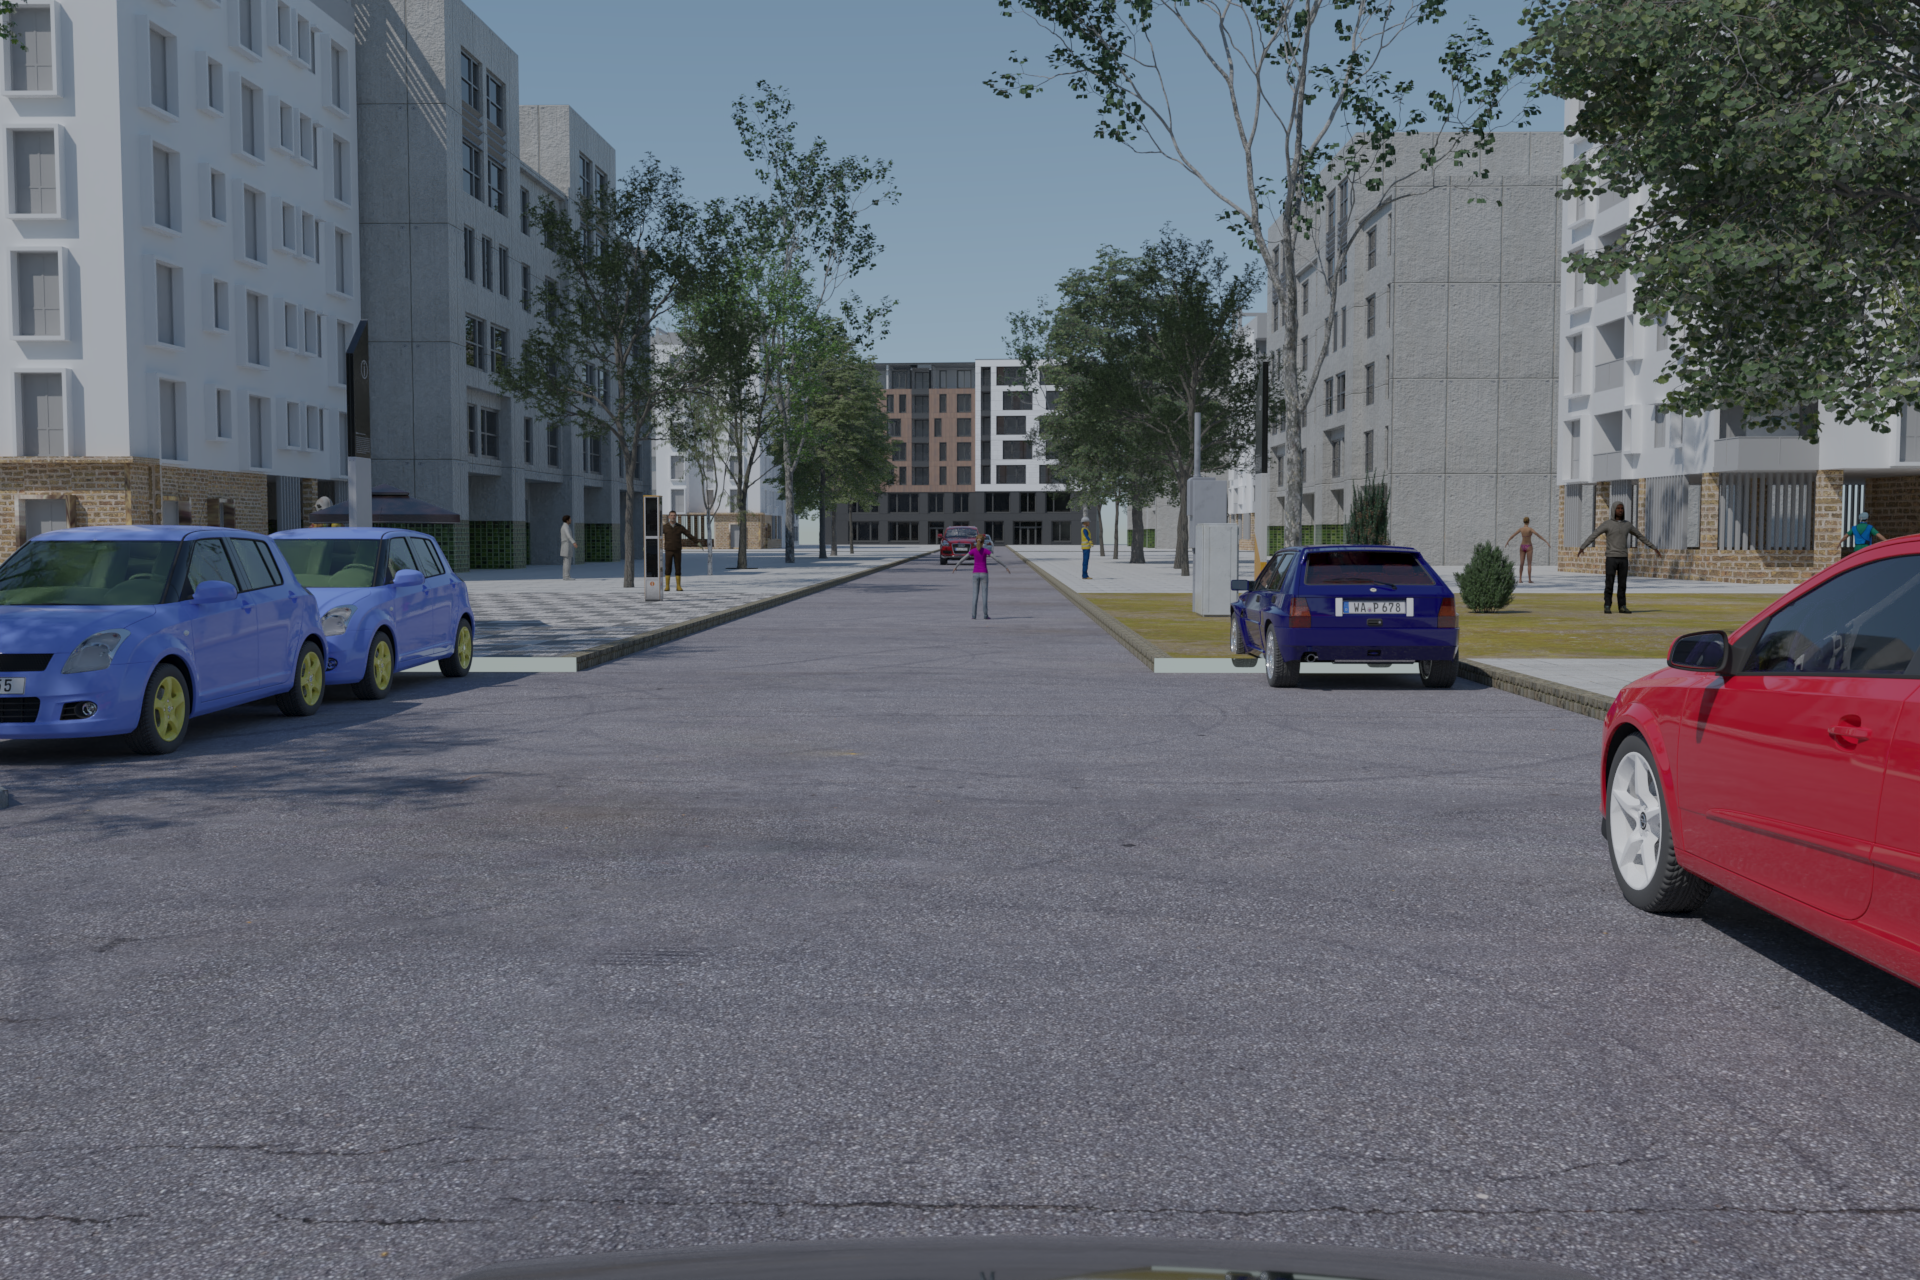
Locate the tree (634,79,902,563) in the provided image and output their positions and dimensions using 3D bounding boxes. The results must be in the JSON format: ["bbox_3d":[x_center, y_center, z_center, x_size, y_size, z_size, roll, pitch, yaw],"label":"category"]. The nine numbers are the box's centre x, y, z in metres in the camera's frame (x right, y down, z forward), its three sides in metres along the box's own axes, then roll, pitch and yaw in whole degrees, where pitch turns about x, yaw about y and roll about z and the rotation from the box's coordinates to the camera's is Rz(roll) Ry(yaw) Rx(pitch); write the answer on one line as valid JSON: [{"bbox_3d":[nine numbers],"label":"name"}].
[{"bbox_3d":[-8.560,-13.419,75.287,12.611,20.169,13.585,0,3,0],"label":"tree"}]

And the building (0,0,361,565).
[{"bbox_3d":[-24.395,-11.373,42.361,16.016,20.090,11.380,0,4,2],"label":"building"}]

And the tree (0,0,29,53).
[{"bbox_3d":[-11.999,-5.467,15.136,9.928,11.665,9.643,0,3,0],"label":"tree"}]

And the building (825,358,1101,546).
[{"bbox_3d":[1.001,-22.532,214.832,32.646,21.610,27.936,0,4,6],"label":"building"}]

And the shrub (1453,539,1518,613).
[{"bbox_3d":[8.530,-1.038,28.095,1.383,1.207,1.383,0,3,0],"label":"shrub"}]

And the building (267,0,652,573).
[{"bbox_3d":[-24.439,-12.569,71.968,16.747,18.905,31.486,0,4,2],"label":"building"}]

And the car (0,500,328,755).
[{"bbox_3d":[-5.955,-0.170,12.375,1.945,1.707,3.694,0,4,1],"label":"car"}]

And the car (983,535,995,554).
[{"bbox_3d":[1.256,-6.021,110.444,2.014,1.417,4.499,0,4,0],"label":"car"}]

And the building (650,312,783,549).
[{"bbox_3d":[-21.773,-17.840,148.111,16.016,20.090,11.380,0,4,2],"label":"building"}]

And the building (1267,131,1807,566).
[{"bbox_3d":[25.913,-13.359,84.870,16.747,18.905,31.486,0,4,1],"label":"building"}]

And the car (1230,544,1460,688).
[{"bbox_3d":[3.778,-0.301,17.501,1.945,1.354,3.894,0,4,1],"label":"car"}]

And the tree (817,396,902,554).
[{"bbox_3d":[-7.313,-10.860,111.981,7.601,10.594,8.767,-2,4,-32],"label":"tree"}]

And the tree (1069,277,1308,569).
[{"bbox_3d":[8.084,-7.870,63.086,8.767,10.594,7.601,-1,4,-18],"label":"tree"}]

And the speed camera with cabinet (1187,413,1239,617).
[{"bbox_3d":[4.044,-2.036,27.629,0.660,3.252,2.038,0,4,1],"label":"speed camera with cabinet"}]

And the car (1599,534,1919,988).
[{"bbox_3d":[3.428,0.230,5.284,2.155,1.783,4.494,0,4,1],"label":"car"}]

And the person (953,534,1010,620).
[{"bbox_3d":[0.354,-1.062,29.080,0.991,1.433,0.599,1,4,12],"label":"person"}]

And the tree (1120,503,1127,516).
[{"bbox_3d":[23.037,-16.909,210.869,7.601,10.594,8.767,0,4,3],"label":"tree"}]

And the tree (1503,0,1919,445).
[{"bbox_3d":[9.850,-6.686,15.973,9.857,13.997,8.962,0,3,0],"label":"tree"}]

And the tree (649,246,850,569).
[{"bbox_3d":[-7.889,-8.388,62.905,9.928,11.665,9.643,0,3,0],"label":"tree"}]

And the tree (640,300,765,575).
[{"bbox_3d":[-7.719,-6.327,53.802,4.360,8.622,3.978,0,3,0],"label":"tree"}]

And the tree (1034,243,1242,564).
[{"bbox_3d":[7.633,-10.284,74.805,9.857,13.997,8.962,0,3,0],"label":"tree"}]

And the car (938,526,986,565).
[{"bbox_3d":[0.094,-4.479,81.910,2.281,1.827,5.304,0,4,1],"label":"car"}]

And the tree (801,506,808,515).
[{"bbox_3d":[-21.192,-16.774,208.669,7.601,10.594,8.767,0,4,0],"label":"tree"}]

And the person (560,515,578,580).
[{"bbox_3d":[-10.864,-2.558,48.012,0.705,1.806,1.347,-2,4,-25],"label":"person"}]

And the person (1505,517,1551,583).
[{"bbox_3d":[14.840,-2.355,45.309,1.217,1.733,0.721,3,4,39],"label":"person"}]

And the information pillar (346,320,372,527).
[{"bbox_3d":[-6.510,-1.679,18.809,0.183,3.616,0.504,0,4,1],"label":"information pillar"}]

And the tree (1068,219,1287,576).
[{"bbox_3d":[6.578,-7.218,52.431,7.601,10.594,8.767,-2,4,-31],"label":"tree"}]

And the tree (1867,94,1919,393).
[{"bbox_3d":[16.827,-4.793,28.721,4.737,8.622,4.395,0,3,0],"label":"tree"}]

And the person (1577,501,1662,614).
[{"bbox_3d":[10.599,-1.333,27.918,1.348,1.813,0.705,0,3,0],"label":"person"}]

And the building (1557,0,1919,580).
[{"bbox_3d":[25.302,-12.239,56.531,16.016,20.090,11.380,0,4,1],"label":"building"}]

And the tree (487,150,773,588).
[{"bbox_3d":[-7.688,-6.546,41.436,8.767,10.594,7.601,3,5,42],"label":"tree"}]

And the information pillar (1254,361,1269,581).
[{"bbox_3d":[4.135,-1.982,23.759,0.183,3.616,0.504,0,4,-1],"label":"information pillar"}]

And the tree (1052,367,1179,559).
[{"bbox_3d":[8.238,-9.396,88.035,7.601,10.594,8.767,-2,4,-27],"label":"tree"}]

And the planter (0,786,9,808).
[{"bbox_3d":[-6.008,0.764,8.643,1.991,0.319,1.994,0,4,1],"label":"planter"}]

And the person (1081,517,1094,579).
[{"bbox_3d":[3.646,-2.604,49.047,0.721,1.772,1.216,0,4,-3],"label":"person"}]

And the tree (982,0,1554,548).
[{"bbox_3d":[6.376,-11.098,37.342,12.611,20.169,13.585,0,3,0],"label":"tree"}]

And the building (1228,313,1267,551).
[{"bbox_3d":[27.755,-17.640,144.838,16.016,20.090,11.380,0,4,1],"label":"building"}]

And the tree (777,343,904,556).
[{"bbox_3d":[-7.032,-11.230,101.735,7.486,12.596,7.792,0,3,0],"label":"tree"}]

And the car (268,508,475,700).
[{"bbox_3d":[-5.811,-0.398,16.103,1.945,1.707,3.694,0,4,1],"label":"car"}]

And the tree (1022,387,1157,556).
[{"bbox_3d":[8.064,-10.087,99.332,8.767,10.594,7.601,-1,4,-23],"label":"tree"}]

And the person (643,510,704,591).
[{"bbox_3d":[-6.426,-1.998,38.803,1.346,1.812,0.704,-1,4,-13],"label":"person"}]

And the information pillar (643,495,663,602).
[{"bbox_3d":[-5.843,-1.745,33.026,0.304,2.012,0.304,0,4,3],"label":"information pillar"}]

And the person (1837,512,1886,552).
[{"bbox_3d":[22.284,-2.238,42.715,0.704,1.817,1.347,-3,5,-39],"label":"person"}]

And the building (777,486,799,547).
[{"bbox_3d":[-21.429,-14.732,183.016,9.099,9.664,28.070,0,4,0],"label":"building"}]

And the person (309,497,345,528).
[{"bbox_3d":[-9.814,-1.283,26.753,0.705,1.858,1.354,2,4,30],"label":"person"}]

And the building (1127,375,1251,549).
[{"bbox_3d":[25.612,-18.277,165.288,16.747,18.905,31.486,0,4,1],"label":"building"}]

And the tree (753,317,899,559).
[{"bbox_3d":[-7.058,-10.523,90.180,7.486,12.596,7.792,0,3,0],"label":"tree"}]

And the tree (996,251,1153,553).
[{"bbox_3d":[8.564,-16.026,117.918,12.611,20.169,13.585,0,3,0],"label":"tree"}]
